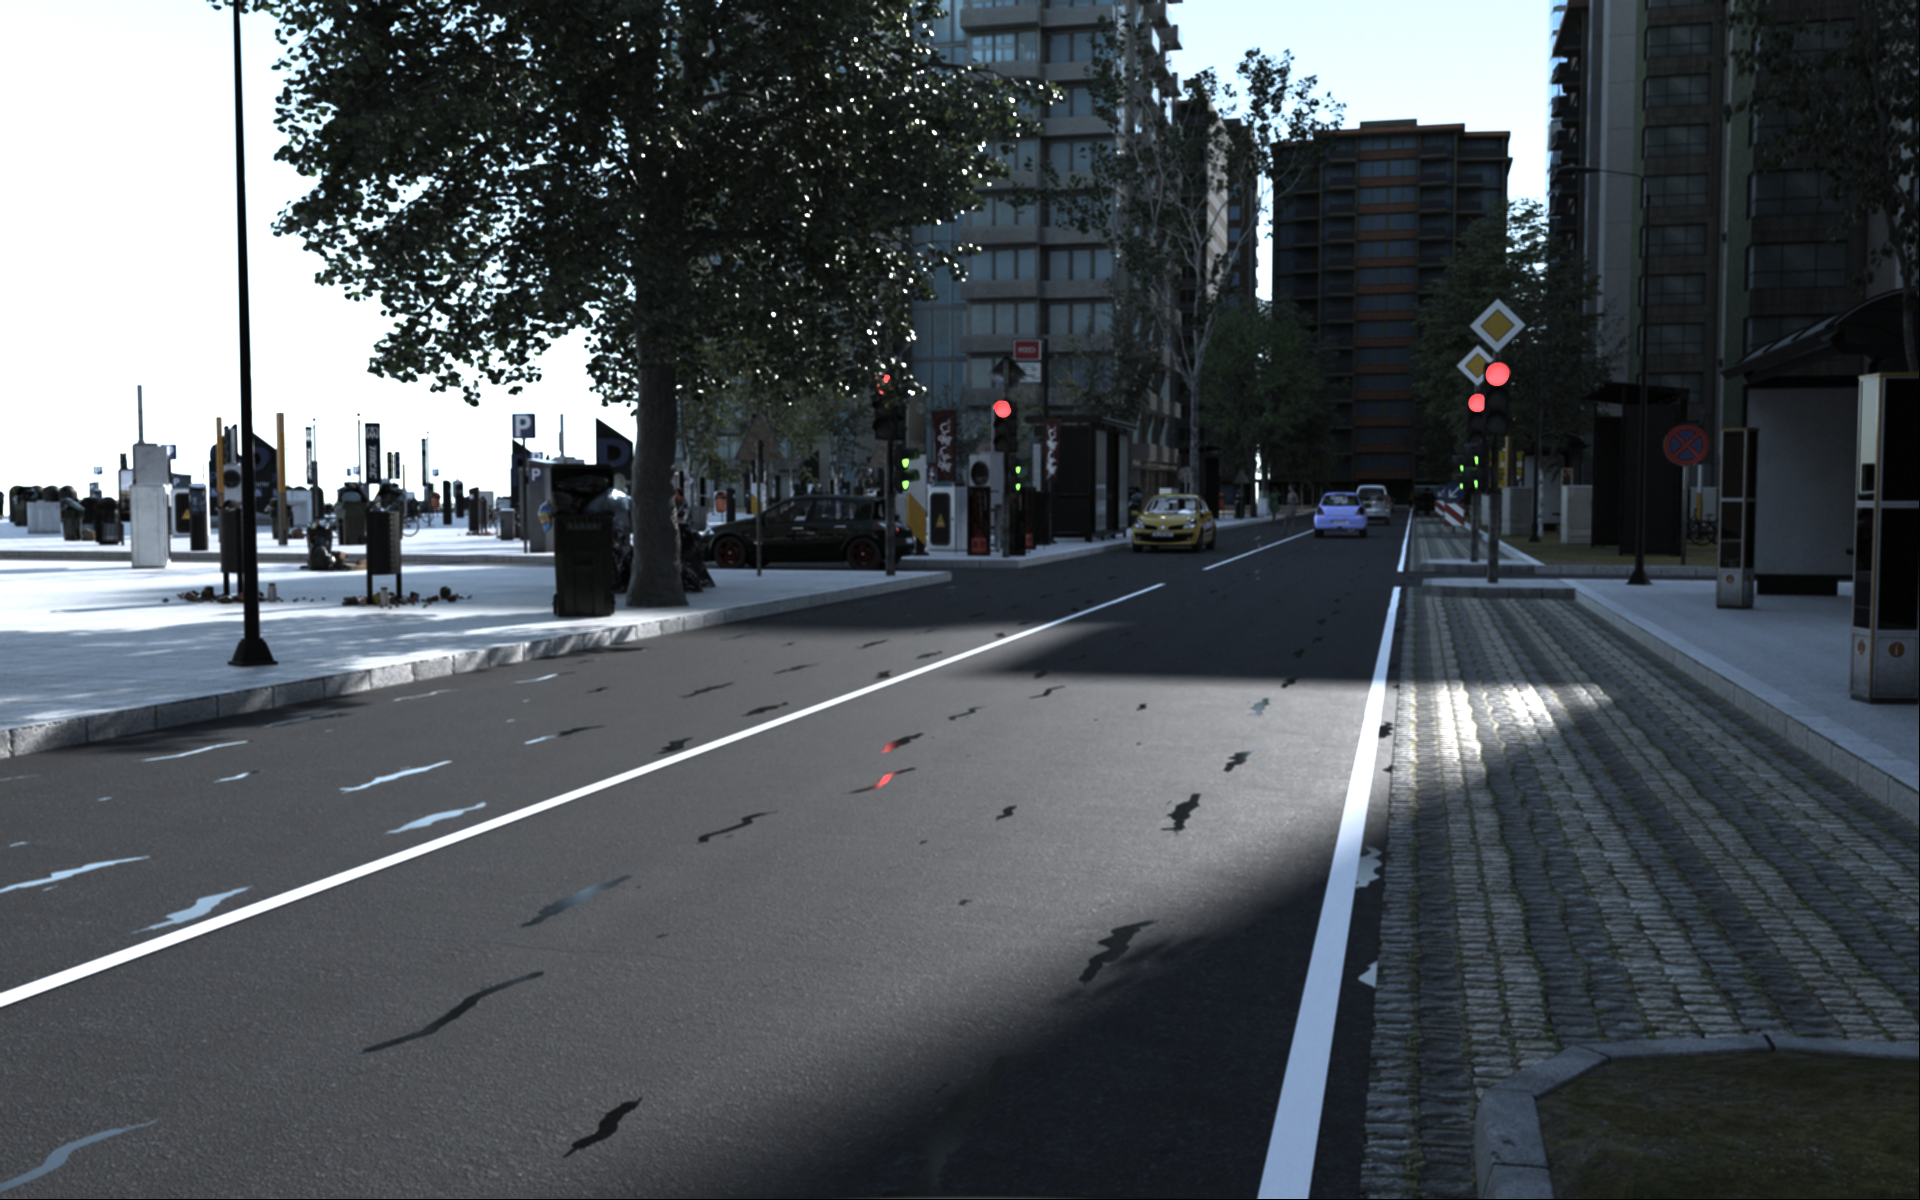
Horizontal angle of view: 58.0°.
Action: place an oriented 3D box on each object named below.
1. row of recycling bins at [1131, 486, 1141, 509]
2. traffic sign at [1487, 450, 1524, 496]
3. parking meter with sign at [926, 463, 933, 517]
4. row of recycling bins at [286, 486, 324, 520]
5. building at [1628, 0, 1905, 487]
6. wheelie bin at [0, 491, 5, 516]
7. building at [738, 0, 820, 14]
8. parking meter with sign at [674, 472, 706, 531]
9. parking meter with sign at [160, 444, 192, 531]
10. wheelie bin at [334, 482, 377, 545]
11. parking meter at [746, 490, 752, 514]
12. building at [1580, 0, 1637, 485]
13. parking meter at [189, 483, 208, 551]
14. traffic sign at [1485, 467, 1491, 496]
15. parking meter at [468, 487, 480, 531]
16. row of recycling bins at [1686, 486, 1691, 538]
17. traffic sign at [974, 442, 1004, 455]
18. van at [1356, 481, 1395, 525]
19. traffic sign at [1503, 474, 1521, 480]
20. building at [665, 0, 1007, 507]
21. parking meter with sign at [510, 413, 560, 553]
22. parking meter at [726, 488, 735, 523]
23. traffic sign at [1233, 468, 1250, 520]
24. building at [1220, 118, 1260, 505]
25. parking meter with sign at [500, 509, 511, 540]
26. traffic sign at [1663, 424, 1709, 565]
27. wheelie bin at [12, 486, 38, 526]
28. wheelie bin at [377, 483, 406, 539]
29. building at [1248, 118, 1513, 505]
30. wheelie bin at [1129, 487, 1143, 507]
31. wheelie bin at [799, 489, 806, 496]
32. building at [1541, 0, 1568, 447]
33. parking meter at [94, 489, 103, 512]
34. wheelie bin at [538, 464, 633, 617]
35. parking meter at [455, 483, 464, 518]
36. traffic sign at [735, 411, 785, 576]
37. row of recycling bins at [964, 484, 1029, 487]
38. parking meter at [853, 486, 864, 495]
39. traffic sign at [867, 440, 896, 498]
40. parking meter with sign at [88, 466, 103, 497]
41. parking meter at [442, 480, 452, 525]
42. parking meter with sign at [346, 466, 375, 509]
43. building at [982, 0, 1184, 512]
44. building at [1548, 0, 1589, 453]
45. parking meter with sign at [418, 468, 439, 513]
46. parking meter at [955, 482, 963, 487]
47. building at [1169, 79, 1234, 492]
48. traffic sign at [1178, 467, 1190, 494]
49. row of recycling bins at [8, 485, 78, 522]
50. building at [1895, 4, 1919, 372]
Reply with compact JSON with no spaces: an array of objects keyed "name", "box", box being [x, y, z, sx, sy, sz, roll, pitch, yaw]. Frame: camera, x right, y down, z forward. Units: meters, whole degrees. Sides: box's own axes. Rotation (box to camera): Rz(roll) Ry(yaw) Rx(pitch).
[{"name":"row of recycling bins","box":[8.747,-5.190,91.967,1.069,1.692,3.534,-1,4,-11]},{"name":"traffic sign","box":[25.413,-5.286,80.298,2.265,3.308,0.079,1,4,21]},{"name":"parking meter with sign","box":[-1.850,-6.189,97.450,0.543,3.016,1.738,-1,4,-16]},{"name":"row of recycling bins","box":[-33.597,-4.917,87.501,3.534,1.692,1.069,2,4,24]},{"name":"building","box":[43.705,-19.719,94.101,14.160,30.474,14.107,1,4,15]},{"name":"wheelie bin","box":[-55.620,-5.636,100.048,0.693,1.594,0.980,0,4,-1]},{"name":"building","box":[-16.099,-47.874,220.996,20.611,71.187,20.563,1,4,15]},{"name":"parking meter with sign","box":[-9.582,-3.894,59.922,1.738,3.016,0.543,2,4,27]},{"name":"parking meter with sign","box":[-27.534,-3.980,61.342,0.543,3.016,1.738,0,4,6]},{"name":"wheelie bin","box":[-15.371,-2.191,43.732,0.980,1.594,0.693,3,5,44]},{"name":"parking meter","box":[-13.472,-6.251,110.619,0.372,1.533,0.369,0,3,0]},{"name":"building","box":[55.830,-35.559,123.381,21.231,58.520,28.212,1,4,15]},{"name":"parking meter","box":[-17.255,-1.886,39.255,0.372,1.533,0.369,0,3,0]},{"name":"traffic sign","box":[23.687,-4.763,77.983,0.768,2.556,0.104,1,4,21]},{"name":"parking meter","box":[-16.818,-3.152,59.948,0.372,1.533,0.369,0,3,0]},{"name":"row of recycling bins","box":[20.769,-2.675,50.842,1.069,1.692,3.534,1,4,18]},{"name":"traffic sign","box":[0.694,-2.564,42.029,0.768,2.556,0.104,1,4,18]},{"name":"van","box":[19.367,-4.547,81.348,2.013,2.044,4.112,1,4,15]},{"name":"traffic sign","box":[25.416,-4.811,79.853,0.795,2.450,0.064,1,4,20]},{"name":"building","box":[-13.131,-33.834,172.793,30.456,49.044,23.786,1,4,15]},{"name":"parking meter with sign","box":[-9.135,-2.564,38.190,0.543,3.016,1.738,1,4,19]},{"name":"parking meter","box":[-9.498,-3.875,71.768,0.372,1.533,0.369,0,3,0]},{"name":"traffic sign","box":[14.117,-5.314,86.889,0.884,2.594,0.081,1,4,16]},{"name":"building","box":[28.020,-34.077,207.262,14.200,45.320,14.600,1,4,15]},{"name":"parking meter with sign","box":[-12.000,-3.198,48.548,1.738,3.016,0.543,0,4,-6]},{"name":"traffic sign","box":[13.159,-1.916,31.433,0.768,2.556,0.104,1,4,22]},{"name":"wheelie bin","box":[-37.356,-3.755,69.303,0.693,1.594,0.980,1,4,16]},{"name":"wheelie bin","box":[-16.063,-2.506,48.883,0.693,1.594,0.980,1,4,18]},{"name":"building","box":[49.859,-33.704,205.676,28.867,44.769,22.147,1,4,15]},{"name":"wheelie bin","box":[7.280,-3.998,73.282,0.980,1.594,0.693,2,4,24]},{"name":"wheelie bin","box":[-9.379,-5.723,101.486,0.980,1.594,0.693,-2,4,-31]},{"name":"building","box":[78.828,-54.054,196.448,31.000,86.520,22.319,1,4,15]},{"name":"parking meter","box":[-40.531,-4.469,81.474,0.372,1.533,0.369,0,3,0]},{"name":"wheelie bin","box":[-3.939,-0.633,18.254,0.980,1.594,0.693,-1,4,-13]},{"name":"parking meter","box":[-27.207,-5.409,94.151,0.255,1.863,0.399,3,5,42]},{"name":"traffic sign","box":[-3.140,-1.652,27.018,0.884,2.594,0.081,2,4,23]},{"name":"row of recycling bins","box":[1.575,-4.175,75.375,3.534,1.692,1.069,2,4,32]},{"name":"parking meter","box":[-3.309,-2.946,56.572,0.372,1.533,0.369,0,3,0]},{"name":"traffic sign","box":[-1.494,-2.157,35.270,0.884,2.594,0.081,1,4,19]},{"name":"parking meter with sign","box":[-53.364,-6.754,106.692,0.543,3.016,1.738,0,4,-8]},{"name":"parking meter","box":[-21.595,-4.112,72.938,0.255,1.863,0.399,0,4,4]},{"name":"parking meter with sign","box":[-39.979,-7.299,115.602,1.738,3.016,0.543,0,4,7]},{"name":"building","box":[4.154,-31.025,126.867,23.786,49.044,30.456,1,4,15]},{"name":"building","box":[63.402,-30.382,151.373,22.147,44.769,28.867,1,4,15]},{"name":"parking meter with sign","box":[-35.954,-7.392,117.118,0.543,3.016,1.738,1,4,18]},{"name":"parking meter","box":[-0.059,-5.004,87.521,0.399,1.863,0.255,3,5,41]},{"name":"building","box":[12.747,-28.793,162.644,23.993,40.220,32.217,1,4,15]},{"name":"traffic sign","box":[10.541,-4.937,80.828,0.768,2.556,0.104,1,4,15]},{"name":"row of recycling bins","box":[-41.896,-4.409,79.203,3.534,1.692,1.069,1,4,14]},{"name":"building","box":[38.021,-36.980,42.868,20.611,71.187,20.563,1,4,15]}]
